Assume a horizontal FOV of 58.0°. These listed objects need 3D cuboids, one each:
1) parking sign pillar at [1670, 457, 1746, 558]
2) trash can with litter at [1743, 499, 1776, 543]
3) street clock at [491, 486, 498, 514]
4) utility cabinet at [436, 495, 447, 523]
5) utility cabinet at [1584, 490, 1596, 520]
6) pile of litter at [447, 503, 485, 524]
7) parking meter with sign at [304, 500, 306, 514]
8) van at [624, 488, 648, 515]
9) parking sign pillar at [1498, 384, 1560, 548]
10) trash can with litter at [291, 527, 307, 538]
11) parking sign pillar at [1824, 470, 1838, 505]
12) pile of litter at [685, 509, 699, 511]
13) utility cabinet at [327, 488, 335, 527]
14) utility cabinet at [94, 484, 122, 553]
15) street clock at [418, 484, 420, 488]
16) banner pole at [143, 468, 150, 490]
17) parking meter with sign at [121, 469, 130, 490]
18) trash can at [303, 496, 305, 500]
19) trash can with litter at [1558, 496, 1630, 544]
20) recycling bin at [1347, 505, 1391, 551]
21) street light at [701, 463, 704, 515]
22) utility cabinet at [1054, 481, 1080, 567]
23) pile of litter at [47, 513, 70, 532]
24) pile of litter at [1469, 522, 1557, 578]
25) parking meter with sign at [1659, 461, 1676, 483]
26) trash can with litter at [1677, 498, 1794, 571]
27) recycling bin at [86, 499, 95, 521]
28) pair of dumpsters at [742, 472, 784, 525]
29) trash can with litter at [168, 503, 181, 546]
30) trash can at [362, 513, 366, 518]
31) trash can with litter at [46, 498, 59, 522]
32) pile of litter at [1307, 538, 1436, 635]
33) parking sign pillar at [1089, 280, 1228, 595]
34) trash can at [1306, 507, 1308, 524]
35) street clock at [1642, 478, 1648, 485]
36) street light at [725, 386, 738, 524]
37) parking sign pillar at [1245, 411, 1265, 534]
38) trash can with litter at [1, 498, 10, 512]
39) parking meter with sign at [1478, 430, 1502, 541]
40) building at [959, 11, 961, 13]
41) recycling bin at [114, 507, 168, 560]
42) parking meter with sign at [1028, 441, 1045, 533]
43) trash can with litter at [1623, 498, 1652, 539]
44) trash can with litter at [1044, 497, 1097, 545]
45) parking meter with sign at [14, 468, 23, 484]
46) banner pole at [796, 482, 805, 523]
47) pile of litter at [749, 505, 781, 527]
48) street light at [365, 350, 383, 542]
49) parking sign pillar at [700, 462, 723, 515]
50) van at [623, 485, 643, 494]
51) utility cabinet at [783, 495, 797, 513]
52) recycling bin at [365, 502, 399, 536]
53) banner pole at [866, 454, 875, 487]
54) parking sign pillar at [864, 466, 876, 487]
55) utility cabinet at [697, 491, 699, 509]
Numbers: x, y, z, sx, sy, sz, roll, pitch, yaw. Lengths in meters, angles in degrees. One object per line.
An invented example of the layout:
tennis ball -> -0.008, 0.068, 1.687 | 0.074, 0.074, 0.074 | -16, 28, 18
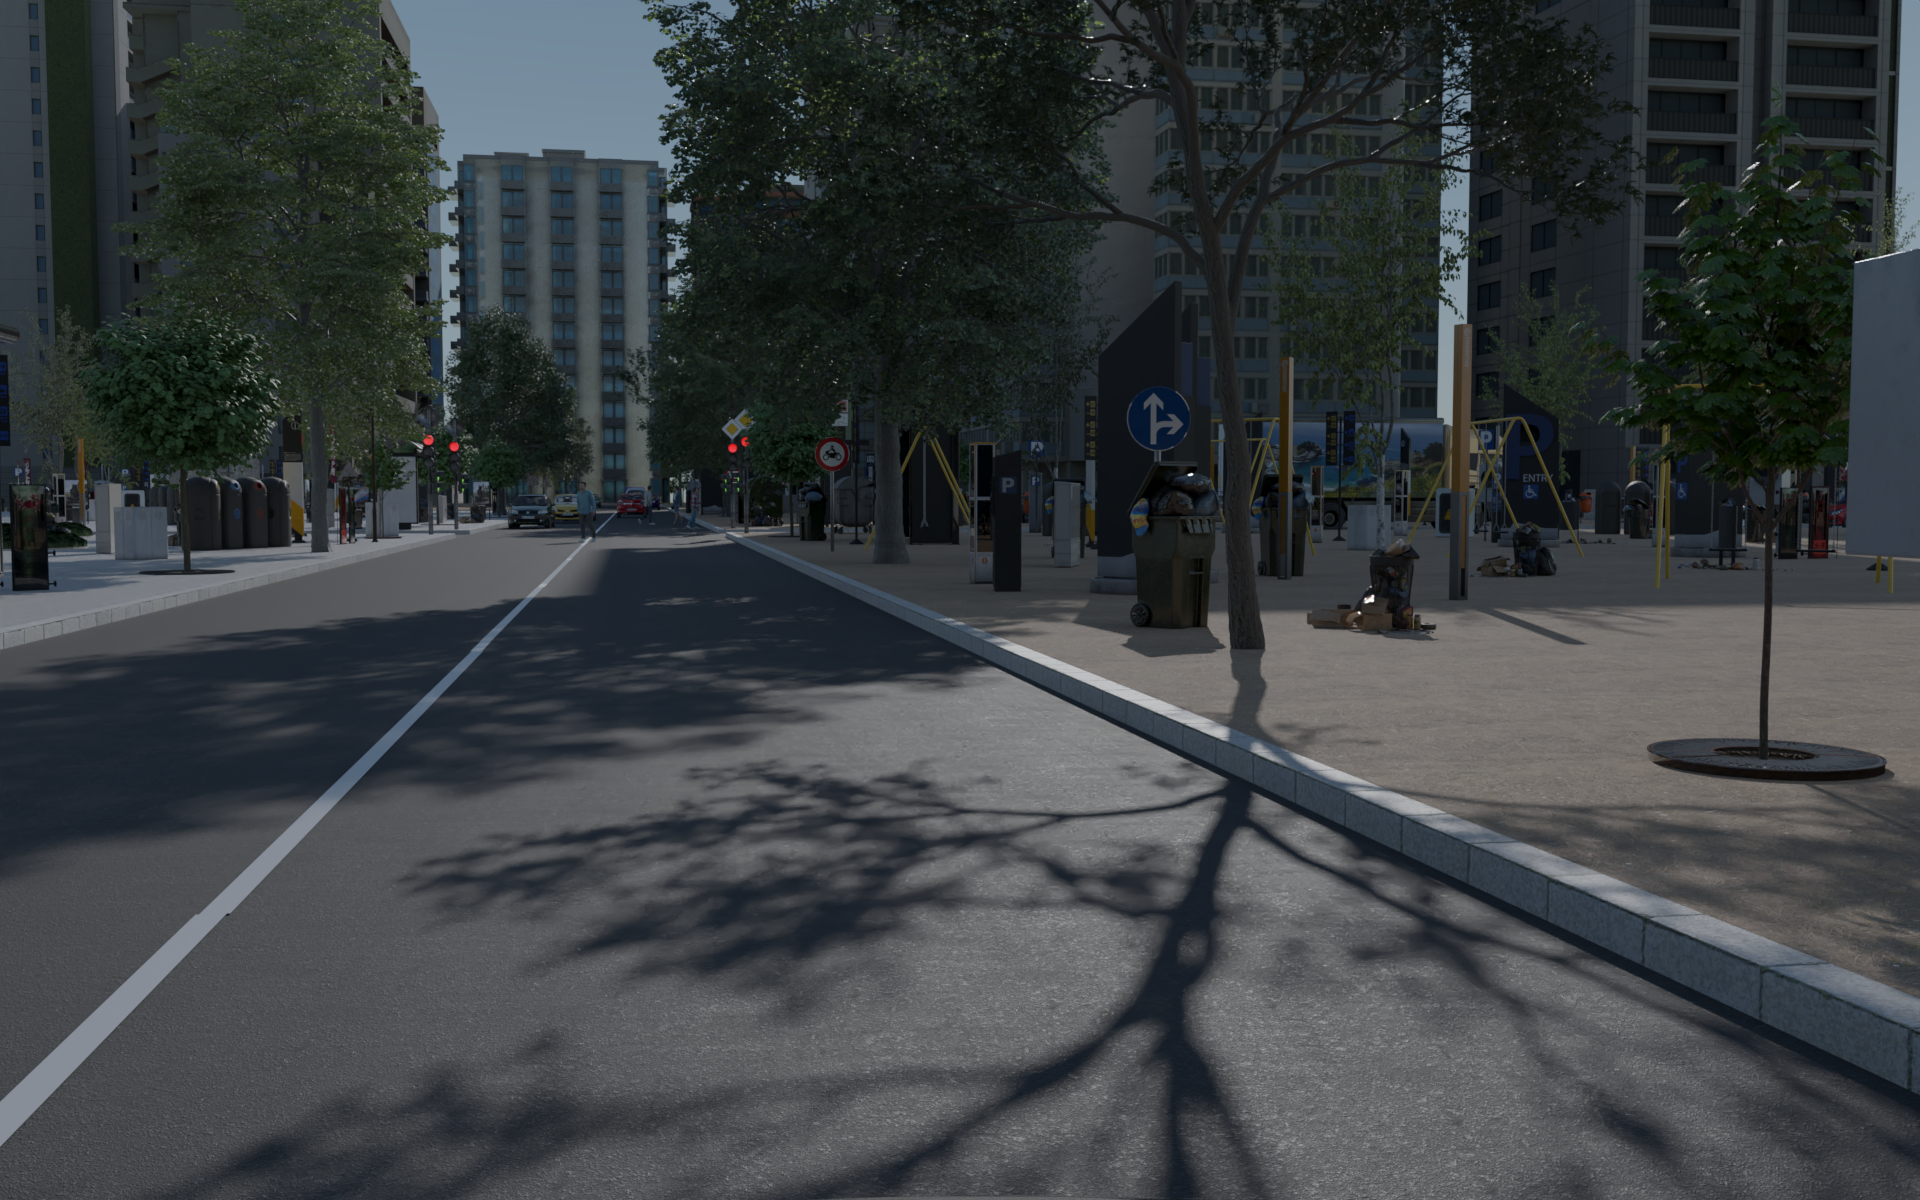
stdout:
parking sign pillar -> 15.332, -2.870, 35.393 | 1.447, 3.967, 1.447 | -1, 4, -13
trash can with litter -> 21.138, -2.091, 45.567 | 1.055, 1.170, 0.624 | 0, 4, 3
street clock -> -30.638, -6.693, 113.993 | 0.358, 2.002, 0.471 | 2, 4, 30
utility cabinet -> -22.936, -4.004, 76.630 | 0.306, 1.237, 1.020 | 0, 4, -7
utility cabinet -> 31.425, -4.696, 85.458 | 1.173, 1.500, 0.318 | 2, 4, 35
pile of litter -> -21.558, -3.800, 76.097 | 1.176, 0.858, 1.719 | 2, 4, 23
parking meter with sign -> -43.081, -7.115, 112.597 | 0.543, 3.016, 1.738 | 0, 4, 2
van -> -22.496, -6.934, 120.378 | 2.013, 2.044, 4.112 | -1, 4, -10
parking sign pillar -> 13.838, -3.275, 42.018 | 1.447, 3.967, 1.447 | 1, 4, 14
trash can with litter -> -20.160, -2.495, 51.846 | 1.678, 1.210, 2.233 | -1, 4, -14
parking sign pillar -> 40.908, -5.684, 81.400 | 1.447, 3.967, 1.447 | 1, 4, 20
pile of litter -> -20.438, -7.265, 132.753 | 1.176, 0.858, 1.719 | -1, 4, -20
utility cabinet -> -24.316, -3.546, 66.650 | 0.318, 1.500, 1.173 | -2, 4, -29
utility cabinet -> -18.473, -1.766, 37.560 | 0.318, 1.500, 1.173 | -1, 4, -15
street clock -> -27.288, -5.024, 86.716 | 0.471, 2.002, 0.358 | 2, 4, 33
banner pole -> -55.886, -7.908, 119.310 | 0.863, 3.779, 0.401 | -3, 4, -38
parking meter with sign -> -57.643, -7.537, 119.494 | 0.543, 3.016, 1.738 | -1, 4, -21
trash can -> -44.074, -6.363, 115.683 | 0.748, 1.137, 0.748 | 0, 3, 0
trash can with litter -> 16.155, -2.071, 44.911 | 2.233, 1.210, 1.678 | 2, 4, 33
recycling bin -> 9.368, -1.658, 39.663 | 0.722, 1.027, 0.722 | -1, 4, -23
street light -> -15.763, -8.132, 105.741 | 0.468, 5.910, 1.993 | -1, 4, -11
utility cabinet -> 1.912, -1.342, 30.624 | 0.318, 1.500, 1.173 | 1, 4, 12
pile of litter -> -23.316, -1.840, 44.041 | 1.719, 0.858, 1.176 | -2, 4, -25
pile of litter -> 8.654, -0.809, 27.187 | 1.719, 0.858, 1.176 | -2, 4, -24
parking meter with sign -> 34.882, -5.407, 84.665 | 0.543, 3.016, 1.738 | -1, 4, -10
trash can with litter -> 13.206, -1.154, 29.922 | 1.678, 1.210, 2.233 | 0, 4, 1
recycling bin -> -41.036, -4.228, 81.686 | 0.722, 1.027, 0.722 | 0, 4, 8
pair of dumpsters -> -8.193, -4.281, 72.490 | 1.574, 2.255, 4.437 | -1, 4, -11
trash can with litter -> -19.197, -1.909, 42.600 | 1.055, 1.170, 0.624 | 2, 4, 33
trash can -> -32.219, -5.034, 93.966 | 0.748, 1.137, 0.748 | 0, 3, 0
trash can with litter -> -32.251, -3.083, 61.789 | 0.624, 1.170, 1.055 | 3, 4, 39
pile of litter -> 3.941, -0.164, 16.644 | 1.176, 0.858, 1.719 | 0, 4, 3
parking sign pillar -> 2.412, -2.084, 22.552 | 1.447, 3.967, 1.447 | -3, 5, -43
trash can -> 11.529, -2.891, 58.926 | 0.748, 1.137, 0.748 | 0, 3, 0
street clock -> 31.171, -4.545, 78.876 | 0.358, 2.002, 0.471 | 2, 4, 29
street light -> -9.634, -6.134, 73.074 | 0.468, 5.910, 1.993 | -1, 4, -11
parking sign pillar -> 9.305, -4.178, 56.788 | 1.447, 3.967, 1.447 | 2, 4, 24
trash can with litter -> -69.239, -6.977, 125.459 | 1.055, 1.170, 0.624 | -2, 4, -35
parking meter with sign -> 14.994, -3.134, 47.509 | 1.738, 3.016, 0.543 | -2, 4, -33
building -> 4.055, -57.457, 252.094 | 31.000, 86.520, 22.319 | -1, 4, -11
recycling bin -> -16.099, -1.314, 34.043 | 0.722, 1.027, 0.722 | 2, 4, 33
parking meter with sign -> 2.520, -3.743, 57.465 | 0.543, 3.016, 1.738 | 0, 4, 1
trash can with litter -> 19.583, -2.338, 49.615 | 1.055, 1.170, 0.624 | -1, 4, -21
trash can with litter -> 3.128, -1.991, 43.617 | 2.233, 1.210, 1.678 | -1, 4, -13
parking meter with sign -> -63.266, -7.371, 116.771 | 0.543, 3.016, 1.738 | -1, 4, -18
banner pole -> -7.085, -5.235, 75.606 | 0.401, 3.779, 0.863 | -1, 4, -11
pile of litter -> -7.871, -3.341, 68.596 | 1.719, 0.858, 1.176 | 2, 4, 35
street light -> -15.617, -4.482, 46.063 | 0.468, 5.910, 1.993 | -1, 4, -11
parking sign pillar -> -15.483, -7.308, 107.965 | 1.447, 3.967, 1.447 | 1, 4, 9
van -> -29.760, -9.433, 158.608 | 2.240, 2.365, 5.245 | -1, 4, -10
utility cabinet -> -11.679, -6.576, 118.676 | 1.020, 1.237, 0.306 | -2, 4, -24
recycling bin -> -17.577, -2.454, 52.670 | 0.722, 1.027, 0.722 | 3, 4, 38
banner pole -> -4.723, -6.385, 94.409 | 0.863, 3.779, 0.401 | 1, 4, 10
parking sign pillar -> -6.361, -8.256, 123.464 | 1.447, 3.967, 1.447 | -2, 4, -30
utility cabinet -> -20.389, -7.780, 135.877 | 0.318, 1.500, 1.173 | 1, 4, 23
